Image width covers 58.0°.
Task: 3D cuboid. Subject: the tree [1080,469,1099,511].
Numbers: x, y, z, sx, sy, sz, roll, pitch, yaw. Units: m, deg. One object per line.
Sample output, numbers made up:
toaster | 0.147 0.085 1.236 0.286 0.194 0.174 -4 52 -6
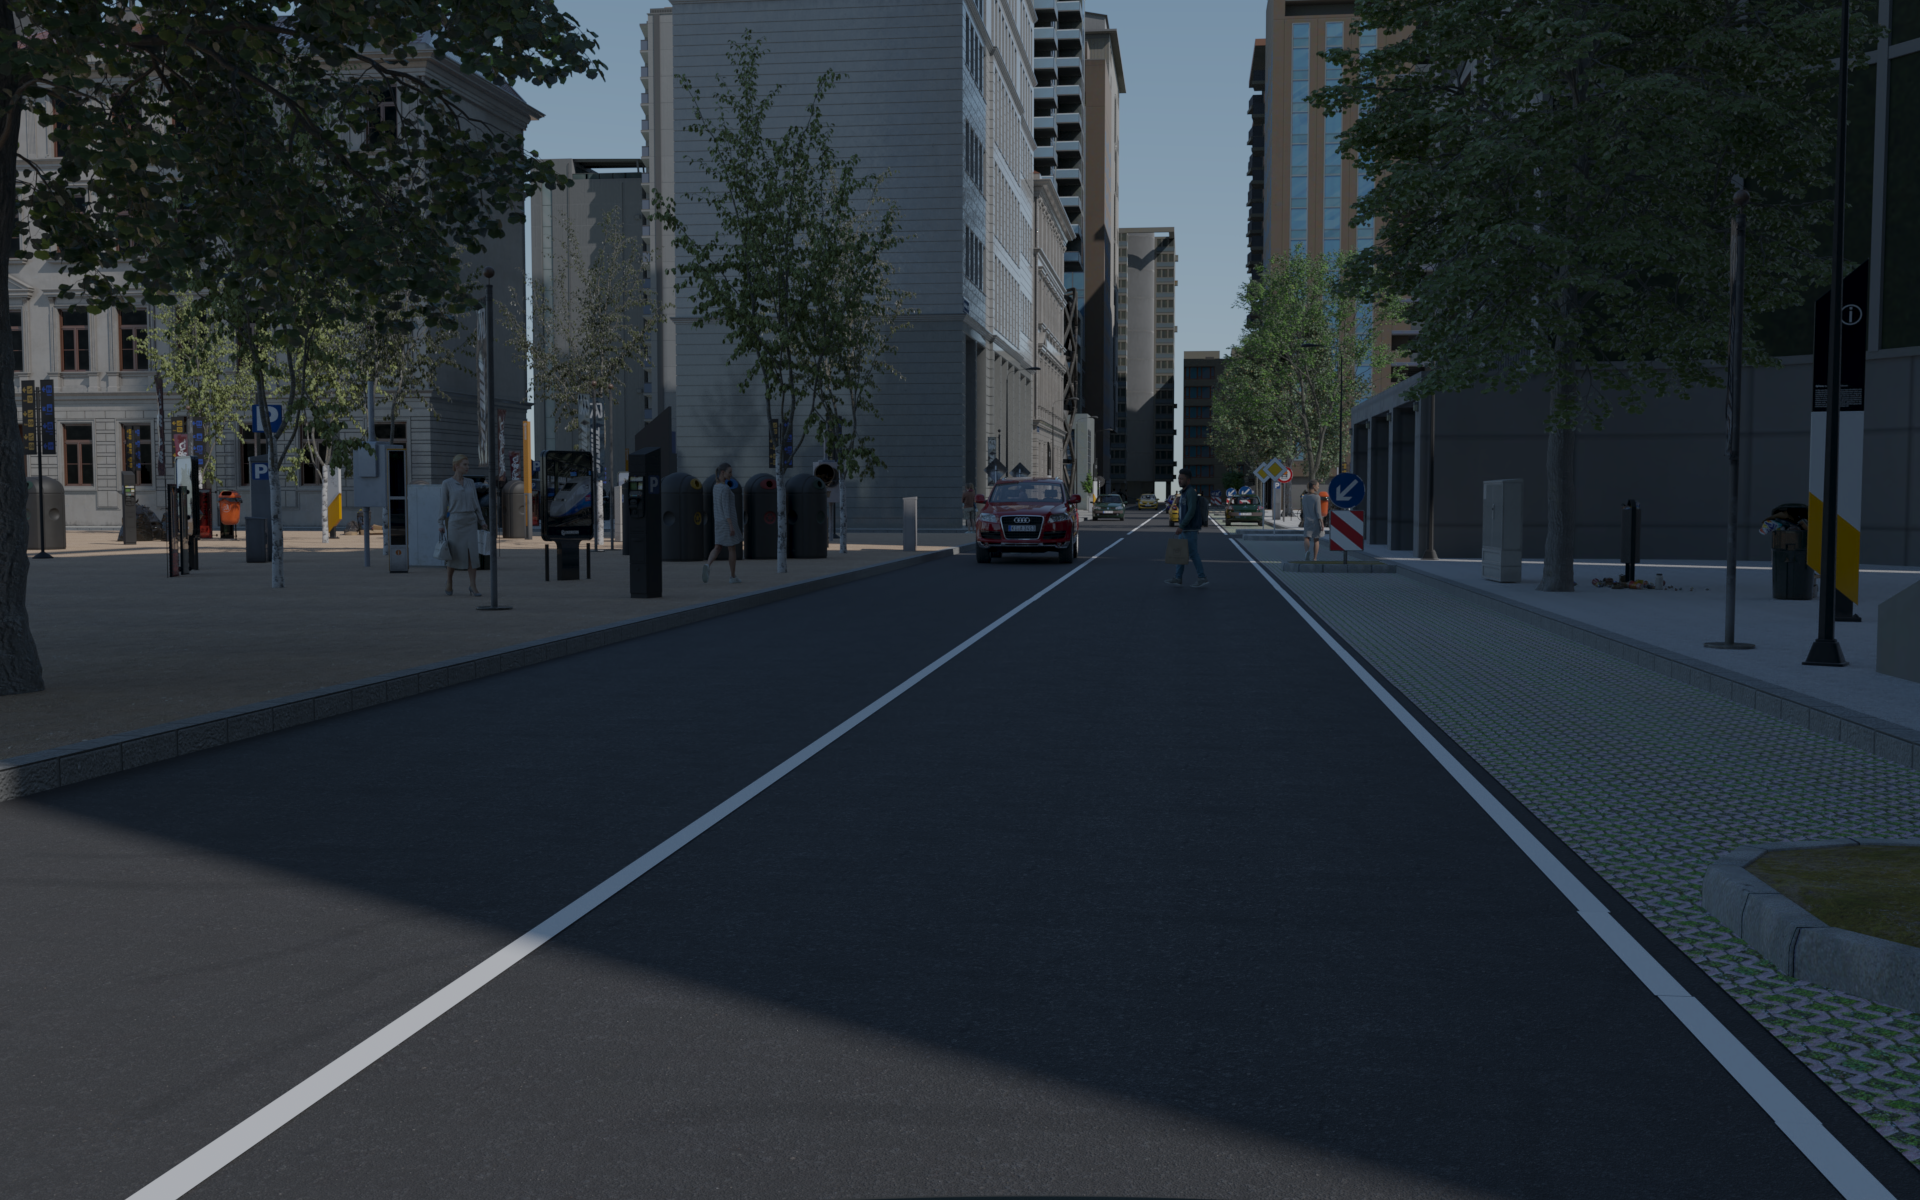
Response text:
tree | 10.043 -8.596 135.151 1.663 3.219 1.824 0 3 0

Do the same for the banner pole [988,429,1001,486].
banner pole | 1.349 -4.693 66.747 0.863 3.779 0.401 -3 5 -43

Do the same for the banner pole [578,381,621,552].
banner pole | -8.161 -3.027 39.501 0.863 3.779 0.401 1 4 16

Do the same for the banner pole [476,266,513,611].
banner pole | -5.289 -1.794 19.352 0.401 3.779 0.863 -2 4 -28

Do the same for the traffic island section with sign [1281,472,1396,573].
traffic island section with sign | 7.001 -1.441 32.183 1.989 1.847 2.006 0 4 7

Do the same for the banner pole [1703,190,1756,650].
banner pole | 6.315 -1.477 14.167 0.401 3.779 0.863 2 4 30

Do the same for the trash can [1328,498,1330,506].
trash can | 24.952 -6.493 117.814 0.748 1.137 0.748 0 3 0

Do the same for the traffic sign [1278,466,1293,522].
traffic sign | 14.914 -4.867 79.675 0.768 2.556 0.104 1 4 12

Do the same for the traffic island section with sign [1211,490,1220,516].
traffic island section with sign | 17.751 -6.455 114.162 1.989 1.847 2.006 0 4 7

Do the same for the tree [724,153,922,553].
tree | -2.666 -5.304 37.086 4.360 8.622 3.978 0 3 0

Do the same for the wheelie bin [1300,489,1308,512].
wheelie bin | 23.204 -6.635 116.387 0.693 1.594 0.980 1 4 15

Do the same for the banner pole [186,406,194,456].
banner pole | -21.715 -3.603 48.927 0.401 3.779 0.863 -2 4 -33

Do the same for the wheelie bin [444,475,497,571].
wheelie bin | -8.244 -1.304 29.228 0.693 1.594 0.980 3 4 38

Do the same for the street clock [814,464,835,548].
street clock | -3.238 -2.249 41.338 0.471 2.002 0.358 -1 4 -11

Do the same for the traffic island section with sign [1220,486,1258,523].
traffic island section with sign | 14.117 -4.759 86.441 1.989 1.847 2.006 0 4 7

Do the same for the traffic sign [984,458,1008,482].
traffic sign | 1.126 -3.243 55.214 0.795 2.593 0.064 0 4 7

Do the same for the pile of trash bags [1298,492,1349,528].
pile of trash bags | 13.856 -3.442 66.022 1.912 1.369 3.447 1 4 11

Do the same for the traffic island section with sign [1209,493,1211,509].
traffic island section with sign | 24.191 -9.458 163.270 1.989 1.847 2.006 0 4 7

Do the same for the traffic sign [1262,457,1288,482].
traffic sign | 9.843 -3.172 54.054 0.795 2.593 0.064 0 4 7

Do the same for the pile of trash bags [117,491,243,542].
pile of trash bags | -21.267 -2.301 47.375 3.447 1.369 1.912 0 4 7

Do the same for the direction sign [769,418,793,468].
direction sign | -5.376 -3.672 52.031 0.876 3.537 0.379 2 4 31

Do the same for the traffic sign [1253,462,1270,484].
traffic sign | 10.881 -3.656 61.972 0.795 2.593 0.064 0 4 7

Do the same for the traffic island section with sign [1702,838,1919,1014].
traffic island section with sign | 3.489 0.199 5.372 1.989 1.847 2.006 0 4 7

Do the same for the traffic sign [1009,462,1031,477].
traffic sign | 2.164 -3.727 63.131 0.795 2.593 0.064 0 4 7

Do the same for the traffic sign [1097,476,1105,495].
traffic sign | 9.827 -7.473 122.291 0.768 2.556 0.104 1 4 16

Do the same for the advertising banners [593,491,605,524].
advertising banners | -16.026 -4.692 72.897 2.074 3.025 0.090 -1 4 -17

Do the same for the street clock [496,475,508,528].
street clock | -17.344 -3.722 65.429 0.471 2.002 0.358 0 4 3

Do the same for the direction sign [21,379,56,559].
direction sign | -18.266 -2.593 34.392 0.876 3.537 0.379 2 4 23

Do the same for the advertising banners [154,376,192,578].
advertising banners | -12.205 -1.875 26.838 0.090 3.025 2.074 -1 4 -12

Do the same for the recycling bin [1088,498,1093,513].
recycling bin | 9.320 -6.595 120.377 0.722 1.027 0.722 1 4 11

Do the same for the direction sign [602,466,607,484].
direction sign | -29.136 -9.096 140.723 0.876 3.537 0.379 -2 4 -31

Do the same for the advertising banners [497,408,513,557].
advertising banners | -9.459 -2.363 34.826 0.090 3.025 2.074 0 4 5

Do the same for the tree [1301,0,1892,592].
tree | 8.195 -6.405 22.852 7.486 12.596 7.792 0 3 0

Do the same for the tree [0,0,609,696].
tree | -6.416 -6.367 10.758 9.857 13.997 8.962 0 3 0

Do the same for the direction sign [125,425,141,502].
direction sign | -27.422 -4.007 57.507 0.379 3.537 0.876 0 4 2

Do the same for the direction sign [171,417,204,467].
direction sign | -22.601 -3.593 50.741 0.876 3.537 0.379 -1 4 -11

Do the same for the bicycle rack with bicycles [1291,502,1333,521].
bicycle rack with bicycles | 17.209 -4.219 82.365 2.925 0.926 2.852 -1 4 -23

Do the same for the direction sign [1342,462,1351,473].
direction sign | 27.469 -7.993 122.678 0.876 3.537 0.379 0 4 7

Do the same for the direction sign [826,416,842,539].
direction sign | -3.621 -3.539 49.864 0.379 3.537 0.876 2 4 25

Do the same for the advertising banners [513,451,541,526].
advertising banners | -17.123 -4.487 69.555 2.074 3.025 0.090 0 4 7

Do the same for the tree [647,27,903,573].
tree | -2.882 -4.735 27.777 4.737 8.622 4.395 0 3 0

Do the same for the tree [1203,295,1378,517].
tree | 18.486 -11.022 97.226 9.611 12.733 9.660 0 3 0

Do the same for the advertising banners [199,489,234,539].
advertising banners | -21.712 -3.279 49.795 2.074 3.025 0.090 1 4 17
